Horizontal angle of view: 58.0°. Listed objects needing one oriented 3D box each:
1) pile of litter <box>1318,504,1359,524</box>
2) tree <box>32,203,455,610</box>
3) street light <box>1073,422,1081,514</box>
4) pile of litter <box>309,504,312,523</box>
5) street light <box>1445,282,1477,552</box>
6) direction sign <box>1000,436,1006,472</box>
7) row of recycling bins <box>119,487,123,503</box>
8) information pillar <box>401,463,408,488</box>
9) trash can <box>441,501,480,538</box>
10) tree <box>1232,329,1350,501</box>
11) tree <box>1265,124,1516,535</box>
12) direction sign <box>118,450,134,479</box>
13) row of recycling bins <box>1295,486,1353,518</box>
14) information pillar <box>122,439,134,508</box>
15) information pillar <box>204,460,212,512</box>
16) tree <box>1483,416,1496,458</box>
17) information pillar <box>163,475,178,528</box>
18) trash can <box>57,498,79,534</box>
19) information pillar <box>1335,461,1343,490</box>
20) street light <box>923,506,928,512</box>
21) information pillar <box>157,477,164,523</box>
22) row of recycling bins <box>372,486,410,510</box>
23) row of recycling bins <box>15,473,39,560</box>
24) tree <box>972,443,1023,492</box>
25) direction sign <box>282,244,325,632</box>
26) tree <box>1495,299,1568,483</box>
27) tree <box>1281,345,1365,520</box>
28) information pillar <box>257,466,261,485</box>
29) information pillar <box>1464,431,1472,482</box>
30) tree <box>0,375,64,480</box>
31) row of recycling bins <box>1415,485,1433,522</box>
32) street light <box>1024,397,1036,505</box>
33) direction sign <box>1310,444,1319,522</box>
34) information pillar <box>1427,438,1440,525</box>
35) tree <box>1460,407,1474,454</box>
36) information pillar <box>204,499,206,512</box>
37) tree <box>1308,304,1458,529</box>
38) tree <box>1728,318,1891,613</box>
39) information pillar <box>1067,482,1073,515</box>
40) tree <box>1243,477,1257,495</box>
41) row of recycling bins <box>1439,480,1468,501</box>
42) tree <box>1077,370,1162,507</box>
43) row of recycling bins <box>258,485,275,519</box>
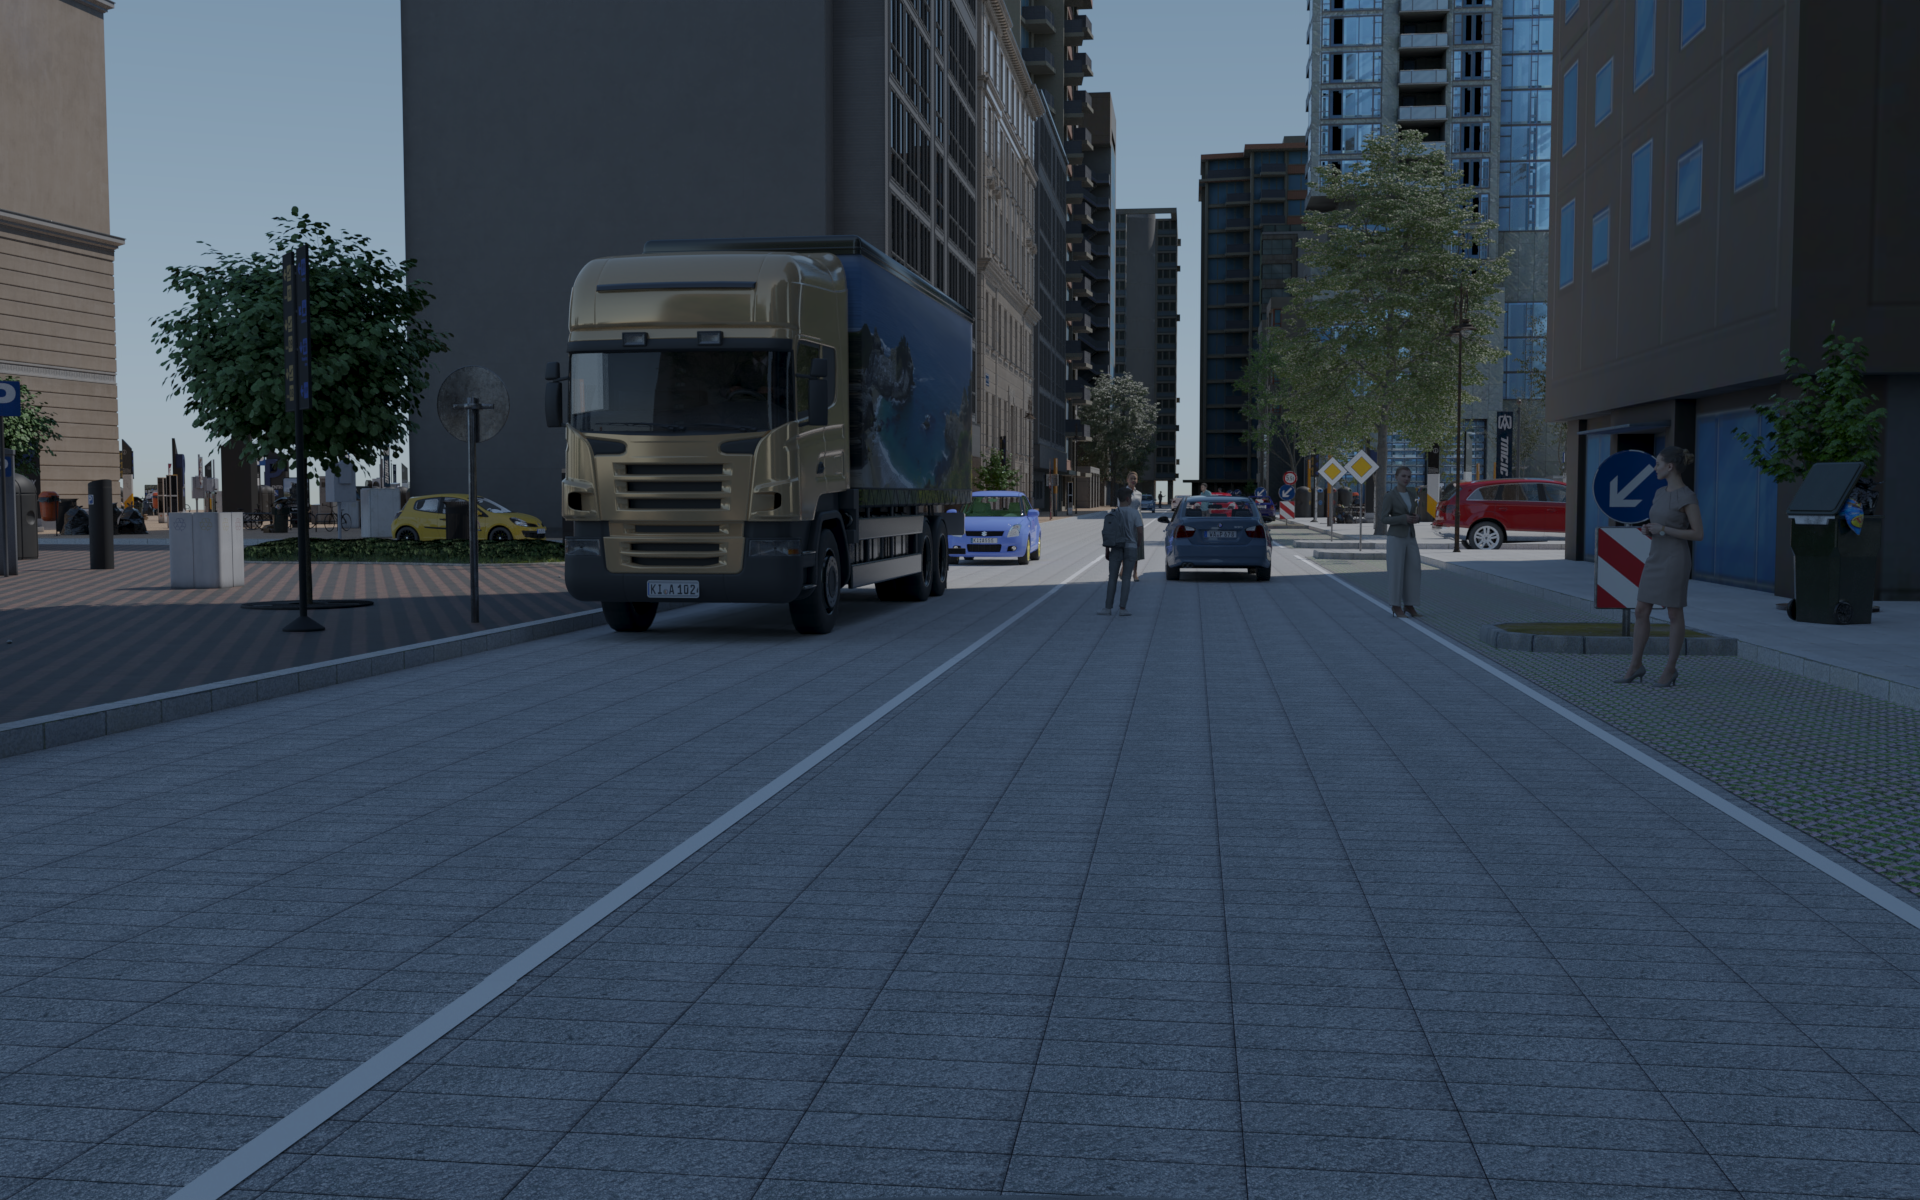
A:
[{"bbox_3d":[16.332,-3.715,74.699,1.719,0.858,1.176,1,4,21],"label":"pile of litter"},{"bbox_3d":[-7.434,-2.208,19.808,4.285,4.588,4.351,0,3,0],"label":"tree"},{"bbox_3d":[7.512,-8.506,111.856,0.468,5.910,1.993,0,4,8],"label":"street light"},{"bbox_3d":[-29.254,-3.941,78.401,1.719,0.858,1.176,2,4,28],"label":"pile of litter"},{"bbox_3d":[10.947,-3.988,37.990,0.468,5.910,1.993,0,4,8],"label":"street light"},{"bbox_3d":[1.671,-4.630,67.692,0.379,3.537,0.876,-1,4,-13],"label":"direction sign"},{"bbox_3d":[-39.478,-4.459,80.013,1.069,1.692,3.534,0,4,-8],"label":"row of recycling bins"},{"bbox_3d":[-41.391,-8.425,129.107,0.504,3.616,0.183,1,4,9],"label":"information pillar"},{"bbox_3d":[-10.045,-1.421,34.887,0.748,1.137,0.748,0,3,0],"label":"trash can"},{"bbox_3d":[20.766,-11.139,107.872,9.928,11.665,9.643,0,3,0],"label":"tree"},{"bbox_3d":[13.519,-8.286,53.607,7.486,12.596,7.792,0,3,0],"label":"tree"},{"bbox_3d":[-43.434,-6.010,90.253,0.379,3.537,0.876,2,4,30],"label":"direction sign"},{"bbox_3d":[19.749,-5.327,94.214,3.534,1.692,1.069,-2,4,-24],"label":"row of recycling bins"},{"bbox_3d":[-35.314,-5.023,73.475,0.504,3.616,0.183,1,4,19],"label":"information pillar"},{"bbox_3d":[-51.539,-7.797,118.835,0.504,3.616,0.183,0,4,-2],"label":"information pillar"},{"bbox_3d":[37.248,-10.092,115.371,4.360,8.622,3.978,0,3,0],"label":"tree"},{"bbox_3d":[-29.984,-3.757,65.925,0.304,2.012,0.304,3,4,38],"label":"information pillar"},{"bbox_3d":[-29.020,-2.728,56.257,0.748,1.137,0.748,0,3,0],"label":"trash can"},{"bbox_3d":[25.327,-7.615,115.861,0.504,3.616,0.183,3,4,36],"label":"information pillar"},{"bbox_3d":[-0.978,-4.634,48.560,0.468,5.910,1.993,0,4,8],"label":"street light"},{"bbox_3d":[-34.901,-4.363,75.825,0.304,2.012,0.304,1,4,11],"label":"information pillar"},{"bbox_3d":[-30.081,-5.207,92.244,3.534,1.692,1.069,2,4,26],"label":"row of recycling bins"},{"bbox_3d":[-19.669,-1.689,34.725,3.534,1.692,1.069,3,4,37],"label":"row of recycling bins"},{"bbox_3d":[1.281,-4.352,65.749,1.663,3.219,1.824,0,3,0],"label":"tree"},{"bbox_3d":[-6.163,-1.478,16.162,0.379,3.537,0.876,-2,4,-34],"label":"direction sign"},{"bbox_3d":[21.759,-6.797,61.485,4.360,8.622,3.978,0,3,0],"label":"tree"},{"bbox_3d":[17.459,-8.179,84.081,4.360,8.622,3.978,0,3,0],"label":"tree"},{"bbox_3d":[-36.459,-6.031,89.964,0.183,3.616,0.504,0,4,5],"label":"information pillar"},{"bbox_3d":[18.942,-4.483,64.656,0.183,3.616,0.504,3,5,44],"label":"information pillar"},{"bbox_3d":[-22.750,-3.464,40.349,4.285,4.588,4.351,0,3,0],"label":"tree"},{"bbox_3d":[21.749,-4.496,80.624,1.069,1.692,3.534,0,4,6],"label":"row of recycling bins"},{"bbox_3d":[3.265,-6.614,80.934,0.468,5.910,1.993,0,4,8],"label":"street light"},{"bbox_3d":[16.107,-5.302,78.683,0.379,3.537,0.876,-1,4,-12],"label":"direction sign"},{"bbox_3d":[19.505,-4.889,71.295,0.504,3.616,0.183,2,4,33],"label":"information pillar"},{"bbox_3d":[27.767,-9.230,101.266,4.737,8.622,4.395,0,3,0],"label":"tree"},{"bbox_3d":[-52.361,-7.083,120.299,0.304,2.012,0.304,-2,4,-30],"label":"information pillar"},{"bbox_3d":[15.016,-6.909,63.329,4.737,8.622,4.395,0,3,0],"label":"tree"},{"bbox_3d":[9.683,-1.502,19.154,1.663,3.219,1.824,0,3,0],"label":"tree"},{"bbox_3d":[6.589,-6.091,104.080,0.304,2.012,0.304,-1,4,-13],"label":"information pillar"},{"bbox_3d":[33.058,-12.415,197.589,1.663,3.219,1.824,0,3,0],"label":"tree"},{"bbox_3d":[15.794,-2.645,50.351,3.534,1.692,1.069,-1,4,-13],"label":"row of recycling bins"},{"bbox_3d":[15.907,-16.611,178.239,9.857,13.997,8.962,0,3,0],"label":"tree"},{"bbox_3d":[-33.152,-4.527,81.134,1.069,1.692,3.534,0,4,5],"label":"row of recycling bins"}]
